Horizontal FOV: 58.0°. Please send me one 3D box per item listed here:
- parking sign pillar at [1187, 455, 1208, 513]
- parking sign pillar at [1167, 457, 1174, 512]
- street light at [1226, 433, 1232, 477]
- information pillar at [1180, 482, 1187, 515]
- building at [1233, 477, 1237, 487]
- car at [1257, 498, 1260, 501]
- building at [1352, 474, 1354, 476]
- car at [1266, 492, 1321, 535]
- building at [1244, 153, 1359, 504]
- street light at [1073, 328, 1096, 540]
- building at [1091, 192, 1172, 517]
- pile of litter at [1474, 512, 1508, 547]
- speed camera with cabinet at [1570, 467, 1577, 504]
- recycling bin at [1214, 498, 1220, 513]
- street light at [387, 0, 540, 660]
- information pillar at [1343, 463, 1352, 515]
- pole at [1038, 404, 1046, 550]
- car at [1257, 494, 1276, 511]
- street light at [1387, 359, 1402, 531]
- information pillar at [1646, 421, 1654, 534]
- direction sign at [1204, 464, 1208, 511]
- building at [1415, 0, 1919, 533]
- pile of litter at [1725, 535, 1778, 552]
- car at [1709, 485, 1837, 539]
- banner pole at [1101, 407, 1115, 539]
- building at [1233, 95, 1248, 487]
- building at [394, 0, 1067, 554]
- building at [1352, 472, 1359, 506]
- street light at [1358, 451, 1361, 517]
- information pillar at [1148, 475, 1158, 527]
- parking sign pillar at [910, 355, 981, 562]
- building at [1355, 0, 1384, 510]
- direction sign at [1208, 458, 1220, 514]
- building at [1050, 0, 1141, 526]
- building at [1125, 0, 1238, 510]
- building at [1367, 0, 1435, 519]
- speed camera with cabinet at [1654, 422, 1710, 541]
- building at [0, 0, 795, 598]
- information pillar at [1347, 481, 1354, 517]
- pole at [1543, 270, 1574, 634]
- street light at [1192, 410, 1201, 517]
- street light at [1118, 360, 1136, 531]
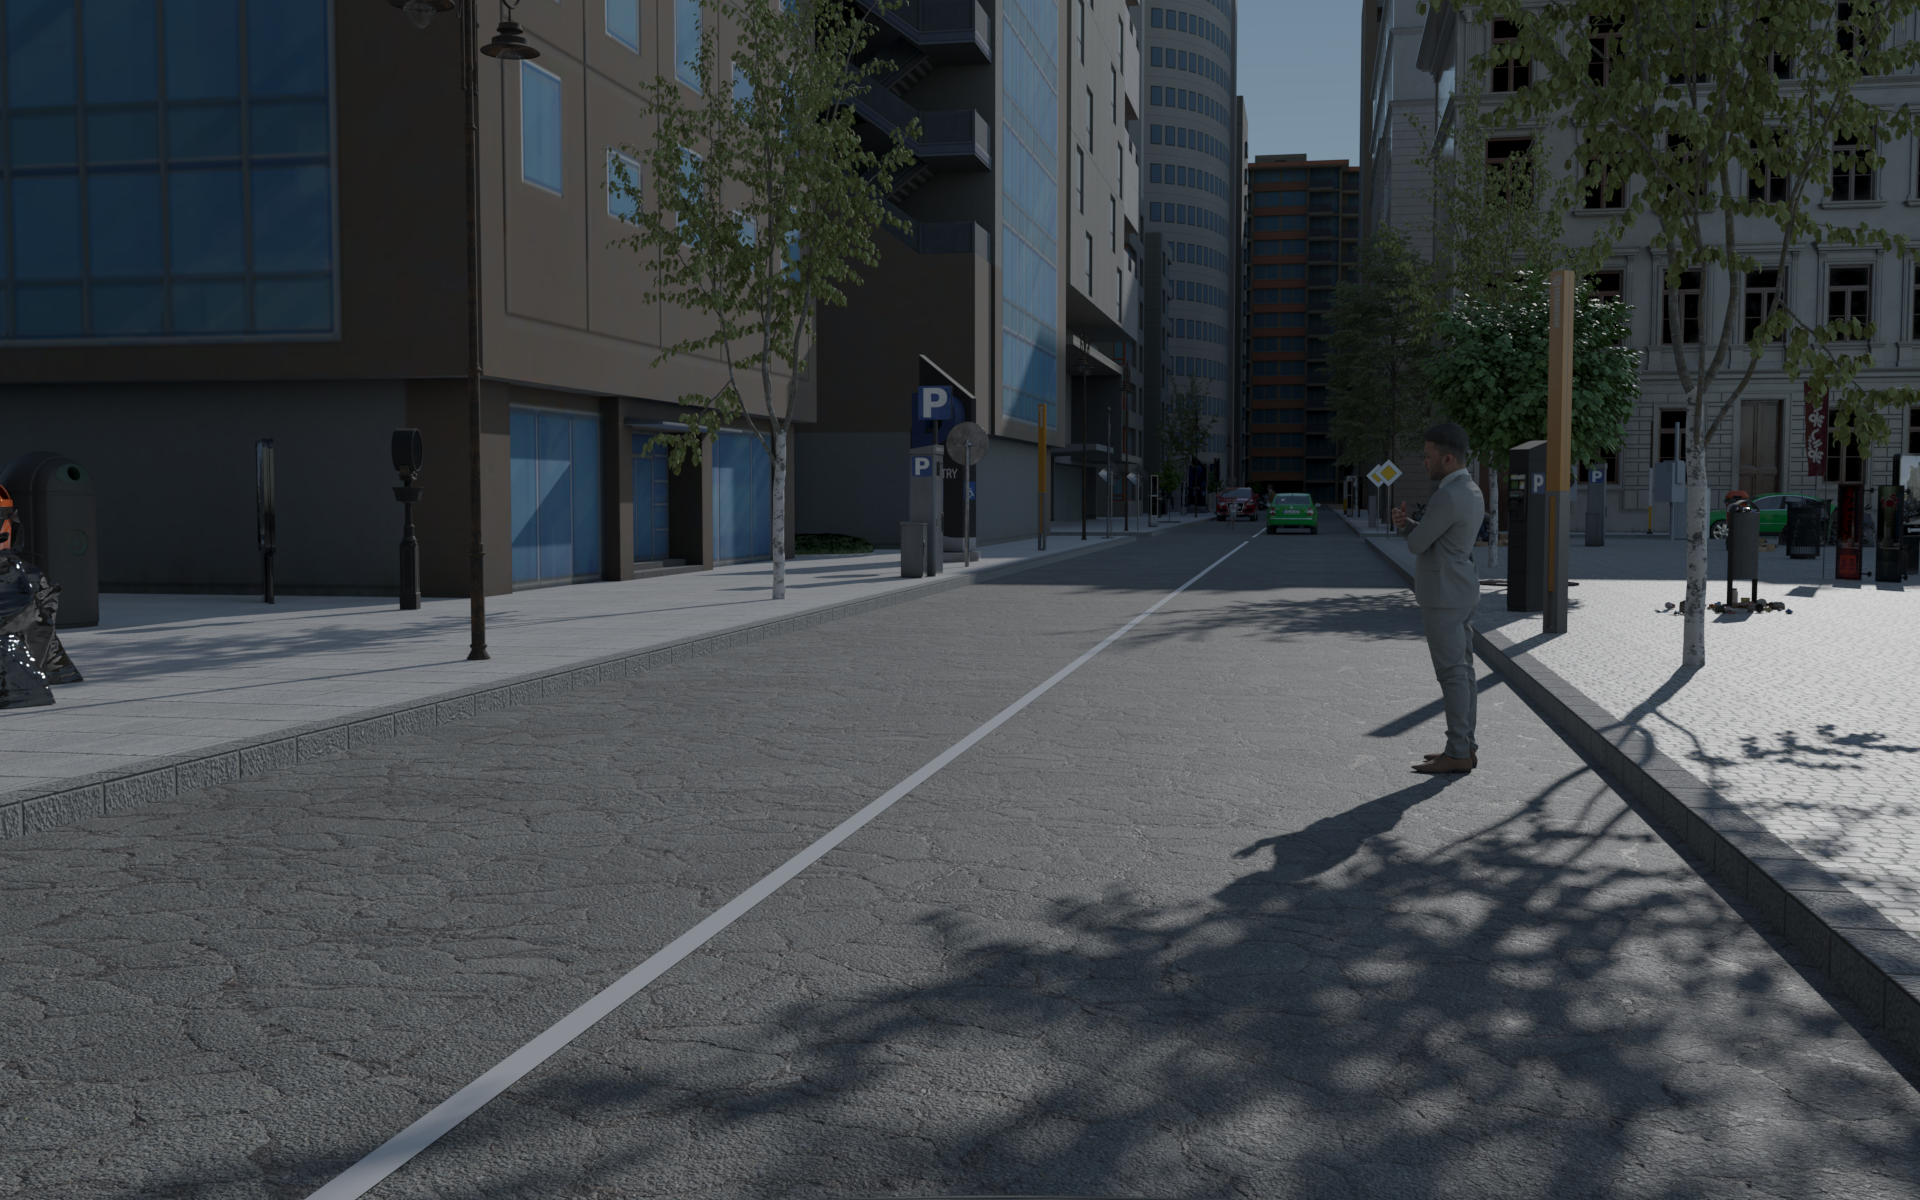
[{"bbox_3d":[15.886,-7.796,115.941,1.447,3.967,1.447,-2,4,-34],"label":"parking sign pillar"},{"bbox_3d":[14.930,-8.407,125.922,1.447,3.967,1.447,-1,4,-20],"label":"parking sign pillar"},{"bbox_3d":[20.166,-9.608,129.881,0.468,5.910,1.993,1,4,11],"label":"street light"},{"bbox_3d":[13.948,-6.328,107.953,0.304,2.012,0.304,3,4,38],"label":"information pillar"},{"bbox_3d":[11.714,-29.599,175.818,32.217,40.220,23.993,1,4,11],"label":"building"},{"bbox_3d":[29.318,-9.331,164.358,2.131,1.459,4.920,1,4,12],"label":"car"},{"bbox_3d":[50.250,-33.426,166.129,23.786,49.044,30.456,1,4,11],"label":"building"},{"bbox_3d":[12.035,-3.290,62.584,1.959,1.807,4.718,1,4,12],"label":"car"},{"bbox_3d":[40.981,-34.956,226.149,28.867,44.769,22.147,1,4,11],"label":"building"},{"bbox_3d":[3.471,-4.617,48.277,0.468,5.910,1.993,1,4,11],"label":"street light"},{"bbox_3d":[-1.382,-16.320,111.867,27.650,21.520,28.899,1,4,11],"label":"building"},{"bbox_3d":[13.195,-1.767,42.856,1.719,0.858,1.176,-1,4,-15],"label":"pile of litter"},{"bbox_3d":[18.835,-3.771,55.995,2.038,3.252,0.660,1,4,11],"label":"speed camera with cabinet"},{"bbox_3d":[17.722,-6.428,117.653,0.722,1.027,0.722,2,4,28],"label":"recycling bin"},{"bbox_3d":[-3.737,-2.476,13.267,0.468,5.910,1.993,1,4,11],"label":"street light"},{"bbox_3d":[24.265,-7.165,108.505,0.504,3.616,0.183,1,4,9],"label":"information pillar"},{"bbox_3d":[1.867,-2.784,39.366,0.158,3.312,0.155,0,3,0],"label":"pole"},{"bbox_3d":[27.029,-8.662,151.413,2.009,1.686,4.222,1,4,13],"label":"car"},{"bbox_3d":[14.845,-5.294,59.338,0.468,5.910,1.993,1,4,11],"label":"street light"},{"bbox_3d":[22.114,-3.919,55.429,0.183,3.616,0.504,1,4,22],"label":"information pillar"},{"bbox_3d":[18.419,-8.352,128.556,0.876,3.537,0.379,0,4,0],"label":"direction sign"},{"bbox_3d":[27.126,-13.743,60.855,21.152,22.565,11.583,1,4,11],"label":"building"},{"bbox_3d":[17.941,-1.546,39.235,1.719,0.858,1.176,-3,5,-44],"label":"pile of litter"},{"bbox_3d":[23.842,-2.588,51.106,4.718,1.807,1.959,1,4,13],"label":"car"},{"bbox_3d":[4.315,-3.680,50.191,0.401,3.779,0.863,1,4,10],"label":"banner pole"},{"bbox_3d":[21.674,-35.116,197.855,21.600,48.544,21.300,1,4,11],"label":"building"},{"bbox_3d":[-5.100,-24.253,46.645,14.200,45.320,14.600,1,4,11],"label":"building"},{"bbox_3d":[53.646,-46.026,190.771,20.563,71.187,20.611,1,4,11],"label":"building"},{"bbox_3d":[21.998,-7.493,95.299,0.468,5.910,1.993,1,4,11],"label":"street light"},{"bbox_3d":[7.517,-3.849,67.416,0.304,2.012,0.304,-1,4,-14],"label":"information pillar"},{"bbox_3d":[-0.323,-2.731,33.123,1.447,3.967,1.447,3,4,38],"label":"parking sign pillar"},{"bbox_3d":[40.687,-30.296,145.443,14.600,45.320,14.200,1,4,11],"label":"building"},{"bbox_3d":[16.192,-7.170,109.230,0.379,3.537,0.876,2,4,31],"label":"direction sign"},{"bbox_3d":[-6.655,-29.717,75.115,28.713,52.752,27.495,1,4,11],"label":"building"},{"bbox_3d":[12.404,-37.089,148.407,21.231,58.520,28.212,1,4,11],"label":"building"},{"bbox_3d":[28.601,-19.436,95.275,11.434,29.767,29.804,1,4,11],"label":"building"},{"bbox_3d":[20.185,-3.305,48.375,2.038,3.252,0.660,-3,4,-38],"label":"speed camera with cabinet"},{"bbox_3d":[-11.039,-23.099,27.784,14.600,45.320,14.200,1,4,11],"label":"building"},{"bbox_3d":[21.689,-5.615,96.302,0.304,2.012,0.304,2,4,24],"label":"information pillar"},{"bbox_3d":[5.506,-1.351,15.928,0.158,3.312,0.155,0,3,0],"label":"pole"},{"bbox_3d":[12.964,-7.474,94.991,0.468,5.910,1.993,1,4,11],"label":"street light"},{"bbox_3d":[5.769,-5.328,59.900,0.468,5.910,1.993,1,4,11],"label":"street light"}]
